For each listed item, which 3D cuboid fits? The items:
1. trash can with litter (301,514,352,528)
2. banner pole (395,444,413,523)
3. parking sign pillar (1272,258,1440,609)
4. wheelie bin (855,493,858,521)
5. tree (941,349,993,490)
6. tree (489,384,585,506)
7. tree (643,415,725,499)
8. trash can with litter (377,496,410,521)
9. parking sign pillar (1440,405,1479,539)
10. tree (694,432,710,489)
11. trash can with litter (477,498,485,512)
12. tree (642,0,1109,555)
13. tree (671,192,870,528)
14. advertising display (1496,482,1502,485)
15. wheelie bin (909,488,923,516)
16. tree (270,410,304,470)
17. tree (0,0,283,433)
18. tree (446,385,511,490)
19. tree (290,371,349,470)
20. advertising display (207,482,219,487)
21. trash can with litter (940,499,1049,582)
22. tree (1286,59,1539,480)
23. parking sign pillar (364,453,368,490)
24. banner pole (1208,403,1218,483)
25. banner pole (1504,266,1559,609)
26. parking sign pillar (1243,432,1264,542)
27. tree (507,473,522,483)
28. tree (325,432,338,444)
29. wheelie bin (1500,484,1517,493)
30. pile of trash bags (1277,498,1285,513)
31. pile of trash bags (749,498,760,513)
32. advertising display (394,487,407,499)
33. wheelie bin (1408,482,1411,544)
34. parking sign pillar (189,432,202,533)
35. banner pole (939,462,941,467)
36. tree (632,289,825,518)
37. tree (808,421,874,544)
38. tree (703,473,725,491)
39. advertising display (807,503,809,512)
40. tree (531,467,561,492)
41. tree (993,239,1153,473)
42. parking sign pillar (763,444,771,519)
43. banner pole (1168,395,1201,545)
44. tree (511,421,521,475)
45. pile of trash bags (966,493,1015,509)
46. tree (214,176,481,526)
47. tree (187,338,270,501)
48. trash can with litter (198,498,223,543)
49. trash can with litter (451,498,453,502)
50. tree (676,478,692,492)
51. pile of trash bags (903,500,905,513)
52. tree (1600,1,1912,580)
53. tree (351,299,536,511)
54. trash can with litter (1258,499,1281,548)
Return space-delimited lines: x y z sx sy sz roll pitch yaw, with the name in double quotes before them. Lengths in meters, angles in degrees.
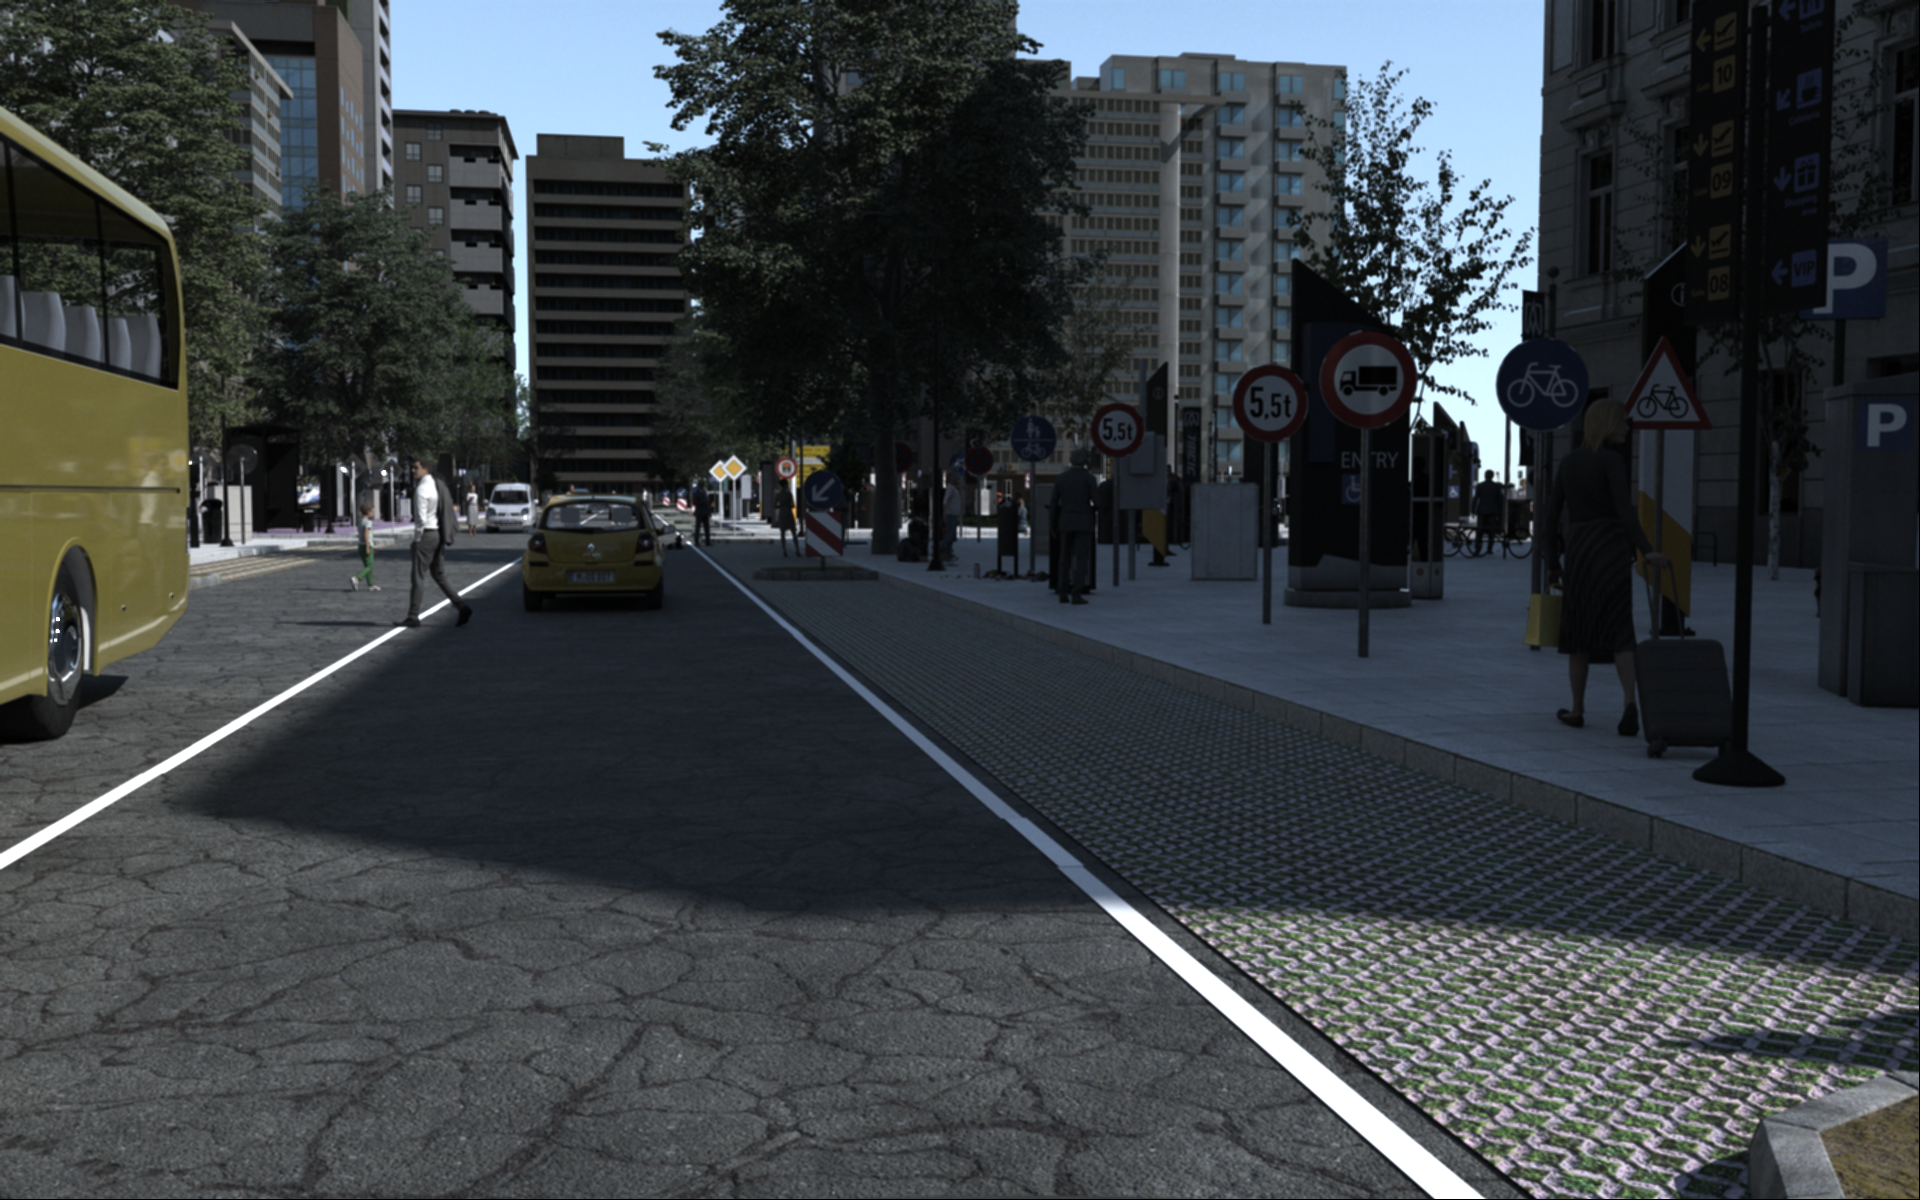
"trash can with litter" -24.385 -3.390 66.483 2.233 1.210 1.678 -3 5 -39
"banner pole" -24.665 -5.309 76.821 0.863 3.779 0.401 0 4 4
"parking sign pillar" 4.474 -1.921 19.889 1.447 3.967 1.447 -1 4 -9
"wheelie bin" -5.057 -4.655 84.022 0.693 1.594 0.980 -2 4 -24
"tree" 1.072 -8.208 84.555 4.360 8.622 3.978 0 3 0
"tree" -46.732 -17.244 192.308 12.009 13.543 11.850 0 3 0
"tree" -32.081 -17.377 201.129 9.611 12.733 9.660 0 3 0
"trash can with litter" -27.049 -4.393 82.877 1.678 1.210 2.233 -2 4 -31
"parking sign pillar" 13.878 -3.755 49.858 1.447 3.967 1.447 -1 4 -15
"tree" -22.703 -12.351 152.293 4.360 8.622 3.978 0 3 0
"trash can with litter" -34.576 -6.886 123.967 0.624 1.170 1.055 2 4 29
"tree" -1.683 -7.946 36.580 9.857 13.997 8.962 0 3 0
"tree" -6.778 -8.951 64.481 7.486 12.596 7.792 0 3 0
"advertising display" 29.497 -5.545 95.873 0.974 1.923 0.123 1 4 14
"wheelie bin" -2.213 -4.960 89.002 0.980 1.594 0.693 2 4 30
"tree" -37.056 -8.601 90.996 4.737 8.622 4.395 0 3 0
"tree" -17.242 -7.119 34.523 7.486 12.596 7.792 0 3 0
"tree" -32.027 -9.964 113.274 4.360 8.622 3.978 0 3 0
"tree" -36.916 -9.187 100.572 4.360 8.622 3.978 0 3 0
"advertising display" -41.706 -5.597 96.727 0.974 1.923 0.123 2 4 34
"trash can with litter" 0.823 -0.914 25.997 1.678 1.210 2.233 -2 4 -29
"tree" 7.416 -4.857 29.774 4.737 8.622 4.395 0 3 0
"parking sign pillar" -36.100 -7.104 104.630 1.447 3.967 1.447 -2 4 -26
"banner pole" 6.983 -3.523 47.626 0.401 3.779 0.863 1 4 15
"banner pole" 6.341 -1.771 18.975 0.863 3.779 0.401 -3 5 -42
"parking sign pillar" 7.524 -3.358 43.383 1.447 3.967 1.447 -1 4 -12
"tree" -40.203 -9.892 156.342 1.663 3.219 1.824 0 3 0
"tree" -44.296 -10.287 118.558 4.737 8.622 4.395 0 3 0
"wheelie bin" 17.417 -2.897 55.270 0.980 1.594 0.693 -3 5 -41
"pile of trash bags" 21.644 -6.246 111.873 3.447 1.369 1.912 1 4 22
"pile of trash bags" -12.840 -6.687 119.088 1.912 1.369 3.447 2 4 35
"advertising display" -34.163 -6.129 105.425 0.974 1.923 0.123 -1 4 -14
"wheelie bin" 11.374 -2.190 43.708 0.980 1.594 0.693 0 4 4
"parking sign pillar" -25.477 -4.169 56.638 1.447 3.967 1.447 -3 5 -43
"banner pole" -1.718 -8.931 136.045 0.401 3.779 0.863 -3 4 -37
"tree" -11.739 -11.188 93.293 12.009 13.543 11.850 0 3 0
"tree" -2.894 -3.060 44.630 1.663 3.219 1.824 0 3 0
"tree" -18.620 -8.368 131.411 1.663 3.219 1.824 0 3 0
"advertising display" -7.473 -5.014 87.184 0.974 1.923 0.123 -1 4 -10
"tree" -48.726 -13.461 203.798 4.285 4.588 4.351 0 3 0
"tree" 3.416 -6.047 49.234 4.360 8.622 3.978 0 3 0
"parking sign pillar" -9.222 -6.026 86.999 1.447 3.967 1.447 -1 4 -19
"banner pole" 5.675 -3.281 43.665 0.863 3.779 0.401 0 4 4
"tree" -39.097 -12.041 147.225 4.360 8.622 3.978 0 3 0
"pile of trash bags" 1.854 -6.533 116.559 3.447 1.369 1.912 -1 4 -21
"tree" -24.025 -9.900 68.520 9.857 13.997 8.962 0 3 0
"tree" -35.914 -8.067 82.260 4.737 8.622 4.395 0 3 0
"trash can with litter" -19.516 -2.056 45.003 0.624 1.170 1.055 -2 4 -32
"trash can with litter" -34.502 -6.392 115.898 1.055 1.170 0.624 -1 4 -21
"tree" -29.716 -11.757 186.834 1.663 3.219 1.824 0 3 0
"pile of trash bags" -4.976 -7.409 130.885 3.447 1.369 1.912 1 4 12
"tree" 11.869 -4.595 25.484 4.360 8.622 3.978 0 3 0
"tree" -27.534 -10.074 90.473 9.928 11.665 9.643 0 3 0
"trash can with litter" 7.161 -1.846 41.573 1.055 1.170 0.624 2 4 28
